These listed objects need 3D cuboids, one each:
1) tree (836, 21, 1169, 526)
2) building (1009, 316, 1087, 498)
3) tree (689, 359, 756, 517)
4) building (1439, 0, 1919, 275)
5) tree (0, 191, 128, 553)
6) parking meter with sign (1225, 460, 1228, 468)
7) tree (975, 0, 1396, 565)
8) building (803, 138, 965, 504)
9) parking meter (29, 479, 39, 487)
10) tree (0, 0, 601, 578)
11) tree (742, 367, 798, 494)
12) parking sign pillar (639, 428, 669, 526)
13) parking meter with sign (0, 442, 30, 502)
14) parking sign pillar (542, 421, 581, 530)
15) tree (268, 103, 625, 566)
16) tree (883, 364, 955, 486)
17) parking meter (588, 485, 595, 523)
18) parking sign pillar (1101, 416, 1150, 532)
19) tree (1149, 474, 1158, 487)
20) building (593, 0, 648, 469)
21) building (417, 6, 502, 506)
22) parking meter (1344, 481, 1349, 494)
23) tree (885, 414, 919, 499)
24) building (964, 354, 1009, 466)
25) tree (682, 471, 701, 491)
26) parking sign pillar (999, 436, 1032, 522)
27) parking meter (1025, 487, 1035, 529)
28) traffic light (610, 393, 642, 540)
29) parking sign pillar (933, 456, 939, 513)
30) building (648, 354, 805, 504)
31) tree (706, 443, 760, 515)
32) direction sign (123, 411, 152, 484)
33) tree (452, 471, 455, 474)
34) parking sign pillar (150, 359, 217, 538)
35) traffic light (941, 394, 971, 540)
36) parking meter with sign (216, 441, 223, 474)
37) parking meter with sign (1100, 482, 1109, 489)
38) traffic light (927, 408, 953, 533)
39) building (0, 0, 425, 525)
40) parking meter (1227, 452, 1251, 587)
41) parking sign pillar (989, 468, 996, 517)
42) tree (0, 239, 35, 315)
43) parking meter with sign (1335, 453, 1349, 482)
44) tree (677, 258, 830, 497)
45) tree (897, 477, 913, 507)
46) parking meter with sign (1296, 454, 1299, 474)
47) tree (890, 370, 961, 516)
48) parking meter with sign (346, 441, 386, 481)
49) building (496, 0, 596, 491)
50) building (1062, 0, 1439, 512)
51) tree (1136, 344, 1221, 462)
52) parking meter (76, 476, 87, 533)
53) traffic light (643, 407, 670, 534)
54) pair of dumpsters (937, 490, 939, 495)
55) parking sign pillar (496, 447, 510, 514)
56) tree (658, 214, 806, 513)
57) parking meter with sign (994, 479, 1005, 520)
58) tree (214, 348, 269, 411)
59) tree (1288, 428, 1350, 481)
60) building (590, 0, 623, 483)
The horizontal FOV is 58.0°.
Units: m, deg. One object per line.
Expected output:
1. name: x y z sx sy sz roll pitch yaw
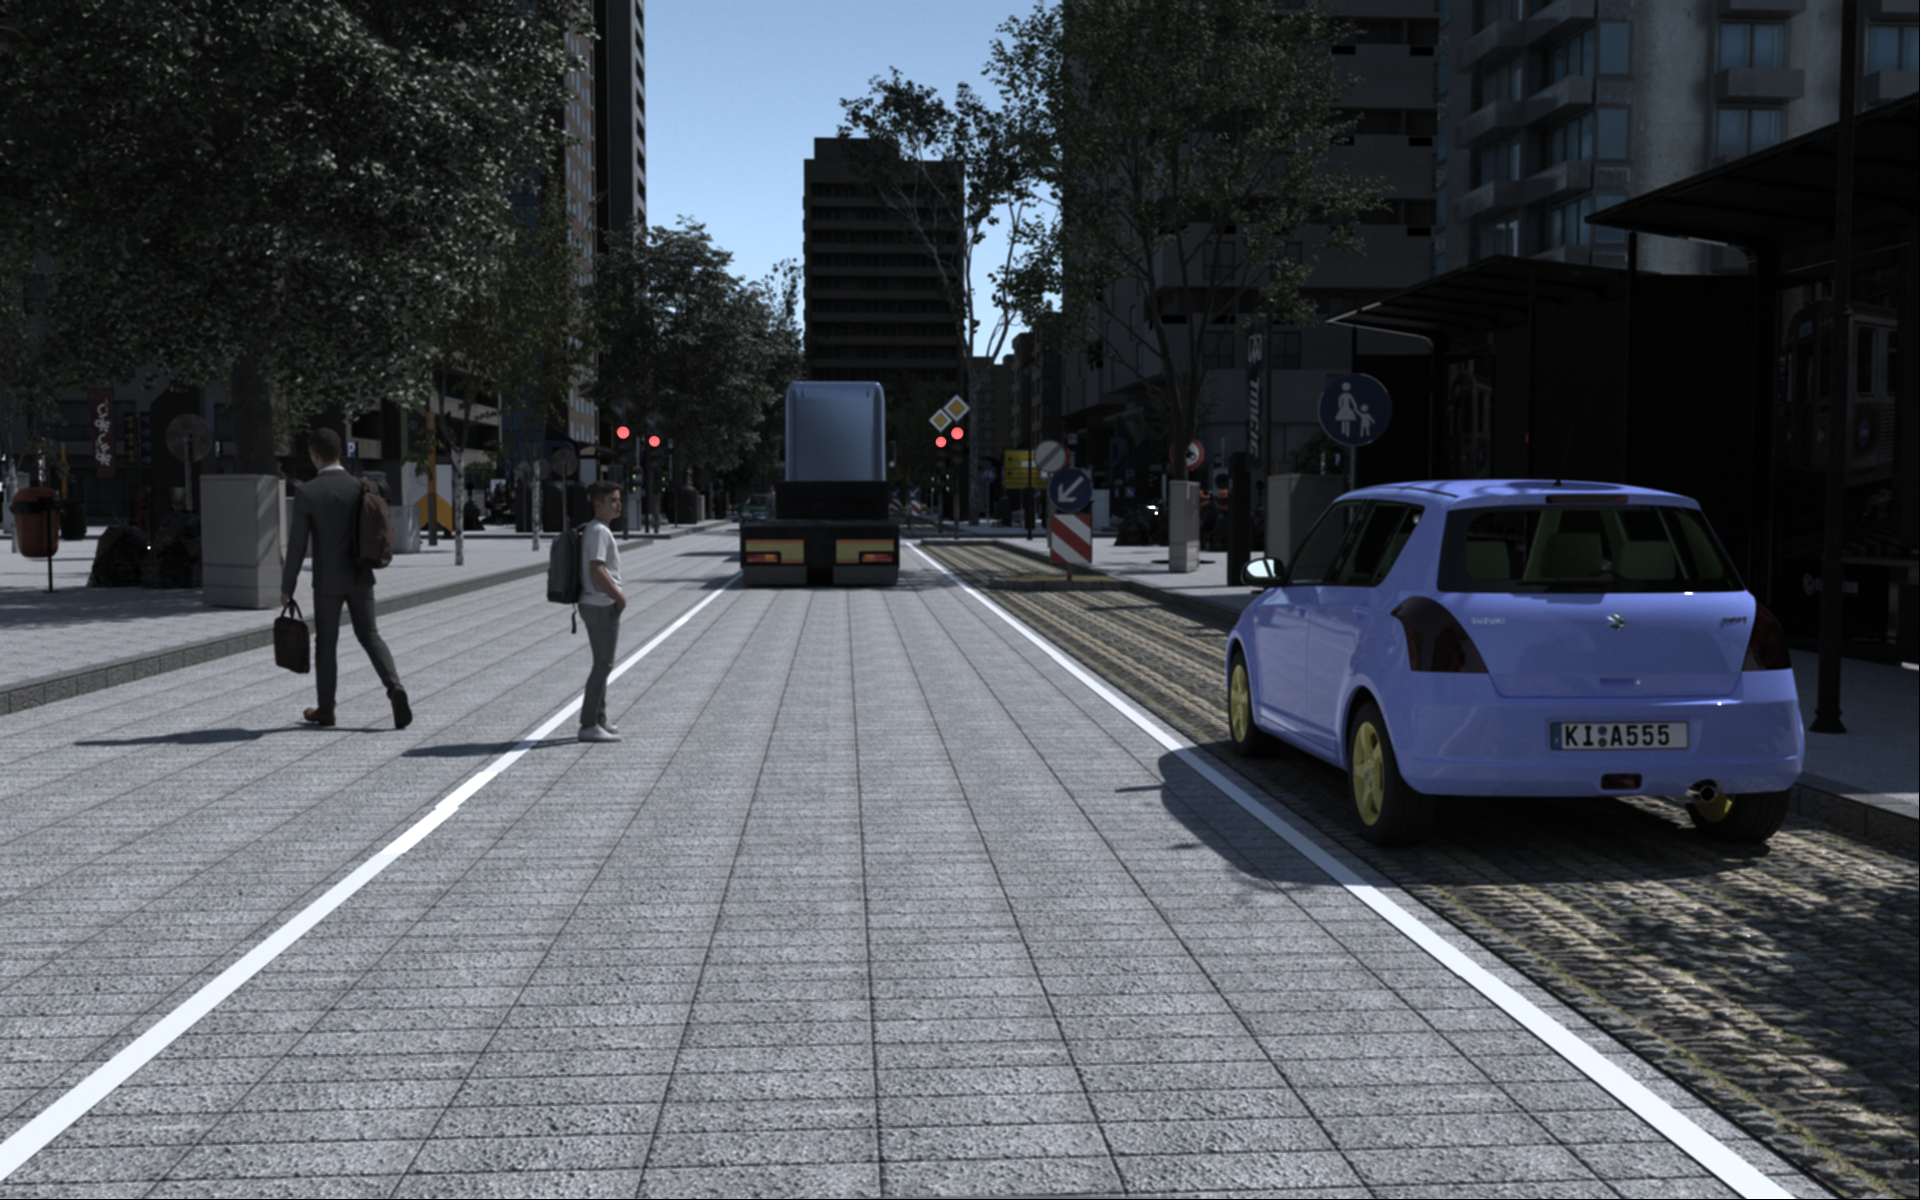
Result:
1. tree: 1.830 -13.039 69.078 12.611 20.169 13.585 0 3 0
2. building: 20.587 -20.542 180.894 27.650 21.520 28.899 0 4 -4
3. tree: -12.955 -8.641 91.649 4.360 8.622 3.978 0 3 0
4. building: 38.455 -28.265 81.749 30.456 49.044 23.786 0 4 -4
5. tree: -20.304 -5.326 37.443 4.360 8.622 3.978 0 3 0
6. parking meter with sign: 13.597 -5.670 88.963 0.543 3.016 1.738 -1 4 -12
7. tree: 4.138 -6.493 31.910 9.928 11.665 9.643 0 3 0
8. building: -10.644 -37.631 238.974 21.600 48.544 21.300 0 4 -4
9. parking meter: -36.568 -3.831 68.356 0.399 1.863 0.255 0 4 0
10. tree: -8.762 -7.010 21.265 9.857 13.997 8.962 0 3 0
11. tree: -17.264 -14.776 151.965 12.009 13.543 11.850 0 3 0
12. parking sign pillar: -12.633 -5.023 70.592 1.447 3.967 1.447 1 4 14
13. parking meter with sign: -31.901 -3.817 58.662 0.543 3.016 1.738 1 4 19
14. parking sign pillar: -14.401 -4.533 62.585 1.447 3.967 1.447 0 4 -2
15. tree: -8.916 -4.938 31.104 4.737 8.622 4.395 0 3 0
16. tree: -3.358 -11.567 123.540 8.767 10.594 7.601 -3 5 -44
17. parking meter: -9.115 -2.135 43.313 0.372 1.533 0.369 0 3 0
18. parking sign pillar: 5.518 -4.304 58.847 1.447 3.967 1.447 -1 4 -18
19. tree: 9.134 -5.769 88.918 1.663 3.219 1.824 0 3 0
20. building: -47.176 -39.009 179.803 28.212 58.520 21.231 0 4 -4
21. building: -41.897 -29.651 108.488 21.300 48.544 21.600 0 4 -4
22. parking meter: 6.409 -1.263 29.056 0.372 1.533 0.369 0 3 0
23. tree: -7.691 -17.792 209.021 7.486 12.596 7.792 0 3 0
24. building: 14.308 -24.464 245.027 28.899 21.520 27.650 0 4 -4
25. tree: -19.889 -8.152 127.881 1.663 3.219 1.824 0 3 0
26. parking sign pillar: 2.787 -5.643 80.742 1.447 3.967 1.447 2 4 27
27. parking meter: 2.539 -3.341 63.042 0.372 1.533 0.369 0 3 0
28. traffic light: -9.304 -3.624 48.178 0.839 4.253 0.868 0 4 -4
29. parking sign pillar: -1.542 -7.898 117.606 1.447 3.967 1.447 1 4 8
30. building: -36.033 -24.217 240.994 28.899 21.520 27.650 0 4 -4
31. tree: -14.261 -7.603 108.021 4.285 4.588 4.351 0 3 0
32. direction sign: -22.587 -3.404 47.647 0.876 3.537 0.379 1 4 15
33. tree: -24.038 -5.213 79.837 1.663 3.219 1.824 0 3 0
34. parking sign pillar: -15.650 -2.842 34.934 1.447 3.967 1.447 1 4 21
35. traffic light: -0.116 -3.663 48.818 0.839 4.253 0.868 0 4 -4
36. parking meter with sign: -24.892 -3.667 56.219 1.738 3.016 0.543 -3 4 -39
37. parking meter with sign: 9.642 -7.243 114.679 1.738 3.016 0.543 1 4 10
38. traffic light: -0.658 -4.151 56.784 0.839 4.253 0.868 0 4 -4
39. building: -32.509 -18.623 76.180 14.160 30.474 14.107 0 4 -4
40. parking meter: 3.895 -1.129 24.169 0.255 1.863 0.399 0 4 -5
41. parking sign pillar: 2.251 -6.682 97.721 1.447 3.967 1.447 1 4 16
42. tree: -17.808 -4.775 28.433 4.737 8.622 4.395 0 3 0
43. parking meter with sign: 16.894 -4.742 73.798 1.738 3.016 0.543 -1 4 -11
44. tree: -15.372 -17.240 137.761 12.611 20.169 13.585 0 3 0
45. tree: -5.519 -10.962 173.824 1.663 3.219 1.824 0 3 0
46. parking meter with sign: 15.657 -4.885 76.133 1.738 3.016 0.543 1 4 15
47. tree: -1.897 -9.290 102.254 4.737 8.622 4.395 0 3 0
48. parking meter with sign: -19.608 -3.778 58.036 0.543 3.016 1.738 3 4 37
49. building: -36.870 -29.730 136.193 14.600 45.320 14.200 0 4 -4
50. building: 23.916 -34.413 151.895 28.713 52.752 27.495 0 4 -4
51. tree: 10.807 -8.178 84.081 4.360 8.622 3.978 0 3 0
52. parking meter: -28.705 -3.112 56.586 0.255 1.863 0.399 -2 4 -28
53. traffic light: -9.847 -4.112 56.145 0.839 4.253 0.868 0 4 -4
54. pair of dumpsters: -0.501 -6.455 108.037 1.574 2.255 4.437 0 4 -4
55. parking sign pillar: -24.252 -6.331 91.992 1.447 3.967 1.447 0 4 -1
56. tree: -12.845 -10.544 79.047 9.857 13.997 8.962 0 3 0
57. parking meter with sign: 2.551 -5.514 86.417 1.738 3.016 0.543 1 4 19
58. tree: -26.305 -7.057 65.739 4.737 8.622 4.395 0 3 0
59. tree: 17.215 -5.972 81.348 4.285 4.588 4.351 0 3 0
60. building: -41.048 -43.724 153.135 20.563 71.187 20.611 0 4 -4
